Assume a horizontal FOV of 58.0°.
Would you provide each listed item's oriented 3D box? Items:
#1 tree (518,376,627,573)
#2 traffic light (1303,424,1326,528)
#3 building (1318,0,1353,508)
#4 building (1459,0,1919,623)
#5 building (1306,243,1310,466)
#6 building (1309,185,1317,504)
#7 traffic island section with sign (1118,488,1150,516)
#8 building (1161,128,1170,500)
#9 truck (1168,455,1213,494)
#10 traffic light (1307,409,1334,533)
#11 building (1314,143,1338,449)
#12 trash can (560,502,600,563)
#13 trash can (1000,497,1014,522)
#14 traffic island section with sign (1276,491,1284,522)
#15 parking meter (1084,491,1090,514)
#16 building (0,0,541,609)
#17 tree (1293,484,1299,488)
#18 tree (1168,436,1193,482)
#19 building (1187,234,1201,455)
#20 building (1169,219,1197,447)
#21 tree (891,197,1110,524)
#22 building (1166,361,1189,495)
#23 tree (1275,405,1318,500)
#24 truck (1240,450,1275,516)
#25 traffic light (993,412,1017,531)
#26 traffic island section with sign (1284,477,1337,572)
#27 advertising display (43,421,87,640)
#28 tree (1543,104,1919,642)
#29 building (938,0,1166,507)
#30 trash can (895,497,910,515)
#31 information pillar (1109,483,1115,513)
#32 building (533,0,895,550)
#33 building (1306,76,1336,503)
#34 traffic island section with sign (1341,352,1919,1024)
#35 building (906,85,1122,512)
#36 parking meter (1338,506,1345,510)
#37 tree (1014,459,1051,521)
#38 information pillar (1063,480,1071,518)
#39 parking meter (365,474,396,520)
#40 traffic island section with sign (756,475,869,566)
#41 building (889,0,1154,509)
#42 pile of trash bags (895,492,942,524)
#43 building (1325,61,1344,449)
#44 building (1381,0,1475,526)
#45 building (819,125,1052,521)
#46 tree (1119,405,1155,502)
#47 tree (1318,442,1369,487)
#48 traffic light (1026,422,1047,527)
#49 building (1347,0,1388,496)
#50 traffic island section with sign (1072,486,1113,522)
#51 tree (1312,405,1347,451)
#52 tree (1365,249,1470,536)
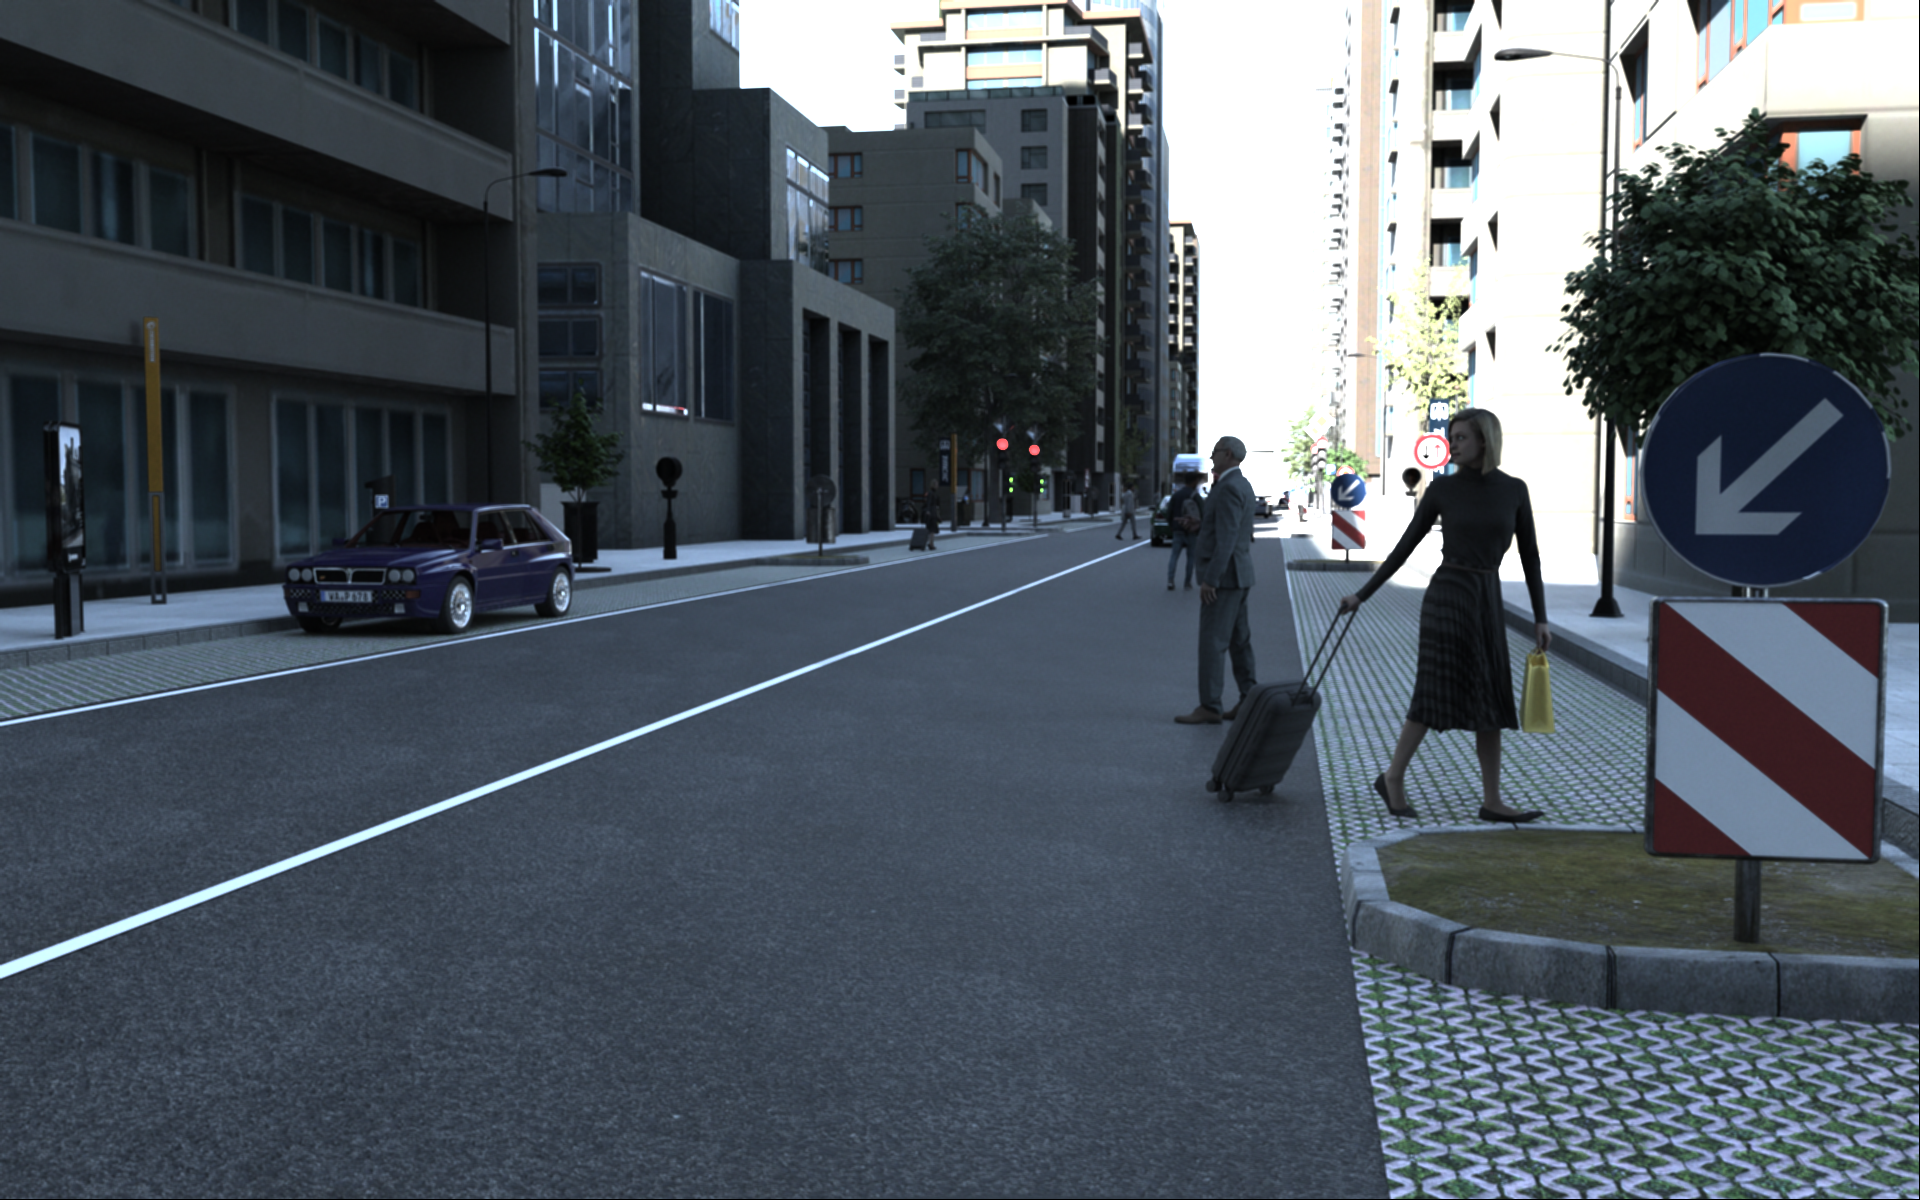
[{"bbox_3d":[-6.225,-2.075,28.521,1.663,3.219,1.824,0,3,0],"label":"tree"},{"bbox_3d":[13.389,-4.673,65.330,0.839,4.253,0.868,1,4,10],"label":"traffic light"},{"bbox_3d":[42.849,-43.831,154.893,20.563,71.187,20.611,1,4,10],"label":"building"},{"bbox_3d":[24.157,-11.223,28.538,27.650,21.520,28.899,1,4,10],"label":"building"},{"bbox_3d":[67.095,-38.142,278.238,22.147,44.769,28.867,1,4,10],"label":"building"},{"bbox_3d":[53.671,-33.435,230.251,14.154,41.232,14.086,1,4,10],"label":"building"},{"bbox_3d":[11.650,-6.545,115.638,1.989,1.847,2.006,1,4,10],"label":"traffic island section with sign"},{"bbox_3d":[17.466,-33.979,205.674,14.600,45.320,14.200,1,4,10],"label":"building"},{"bbox_3d":[16.682,-8.184,123.563,2.967,4.110,18.799,1,4,9],"label":"truck"},{"bbox_3d":[11.967,-4.193,57.472,0.839,4.253,0.868,1,4,10],"label":"traffic light"},{"bbox_3d":[49.517,-31.804,203.596,14.154,41.232,14.086,1,4,10],"label":"building"},{"bbox_3d":[-7.077,-1.264,32.319,0.748,1.137,0.748,0,3,0],"label":"trash can"},{"bbox_3d":[2.085,-4.116,78.947,0.748,1.137,0.748,0,3,0],"label":"trash can"},{"bbox_3d":[17.143,-4.840,87.756,1.989,1.847,2.006,1,4,10],"label":"traffic island section with sign"},{"bbox_3d":[8.270,-6.397,113.002,0.372,1.533,0.369,0,3,0],"label":"parking meter"},{"bbox_3d":[-19.898,-24.321,21.352,21.300,48.544,21.600,1,4,10],"label":"building"},{"bbox_3d":[56.397,-18.053,289.772,1.663,3.219,1.824,0,3,0],"label":"tree"},{"bbox_3d":[27.728,-16.359,217.839,4.360,8.622,3.978,0,3,0],"label":"tree"},{"bbox_3d":[32.887,-39.096,289.332,14.600,45.320,14.200,1,4,10],"label":"building"},{"bbox_3d":[25.203,-37.570,268.893,22.147,44.769,28.867,1,4,10],"label":"building"},{"bbox_3d":[1.608,-10.317,75.334,9.857,13.997,8.962,0,3,0],"label":"tree"},{"bbox_3d":[17.243,-24.263,241.742,27.650,21.520,28.899,1,4,10],"label":"building"},{"bbox_3d":[43.912,-18.480,220.280,7.486,12.596,7.792,0,3,0],"label":"tree"},{"bbox_3d":[19.590,-7.751,115.642,2.839,4.237,11.283,1,4,9],"label":"truck"},{"bbox_3d":[1.522,-4.307,59.339,0.839,4.253,0.868,1,4,10],"label":"traffic light"},{"bbox_3d":[7.184,-1.472,32.688,1.989,1.847,2.006,1,4,10],"label":"traffic island section with sign"},{"bbox_3d":[-8.074,-0.638,15.650,0.123,1.923,0.974,-1,4,-15],"label":"advertising display"},{"bbox_3d":[6.656,-1.892,14.642,4.285,4.588,4.351,0,3,0],"label":"tree"},{"bbox_3d":[10.269,-39.331,185.059,21.231,58.520,28.212,1,4,10],"label":"building"},{"bbox_3d":[-2.608,-4.101,78.706,0.748,1.137,0.748,0,3,0],"label":"trash can"},{"bbox_3d":[10.346,-6.923,117.685,0.304,2.012,0.304,2,4,29],"label":"information pillar"},{"bbox_3d":[-19.506,-45.086,49.820,31.000,86.520,22.319,1,4,10],"label":"building"},{"bbox_3d":[61.025,-43.294,249.849,21.231,58.520,28.212,1,4,10],"label":"building"},{"bbox_3d":[2.288,0.182,5.654,1.989,1.847,2.006,1,4,10],"label":"traffic island section with sign"},{"bbox_3d":[4.170,-21.708,126.627,14.160,30.474,14.107,1,4,10],"label":"building"},{"bbox_3d":[22.586,-5.929,102.643,0.399,1.863,0.255,3,5,45],"label":"parking meter"},{"bbox_3d":[3.213,-5.340,81.918,1.663,3.219,1.824,0,3,0],"label":"tree"},{"bbox_3d":[5.670,-5.356,92.055,0.304,2.012,0.304,-2,4,-32],"label":"information pillar"},{"bbox_3d":[-7.376,-0.835,22.066,0.372,1.533,0.369,0,3,0],"label":"parking meter"},{"bbox_3d":[-2.920,-1.624,35.175,1.989,1.847,2.006,1,4,10],"label":"traffic island section with sign"},{"bbox_3d":[5.839,-30.736,157.163,22.147,44.769,28.867,1,4,10],"label":"building"},{"bbox_3d":[-1.664,-4.031,75.658,1.912,1.369,3.447,1,4,11],"label":"pile of trash bags"},{"bbox_3d":[49.790,-34.288,180.216,23.786,49.044,30.456,1,4,10],"label":"building"},{"bbox_3d":[29.718,-27.632,75.483,21.600,48.544,21.300,1,4,10],"label":"building"},{"bbox_3d":[-10.359,-15.495,98.381,27.650,21.520,28.899,1,4,10],"label":"building"},{"bbox_3d":[13.239,-11.531,138.898,4.737,8.622,4.395,0,3,0],"label":"tree"},{"bbox_3d":[23.531,-7.556,107.257,4.285,4.588,4.351,0,3,0],"label":"tree"},{"bbox_3d":[2.944,-4.788,67.197,0.839,4.253,0.868,1,4,10],"label":"traffic light"},{"bbox_3d":[36.367,-29.278,128.805,14.600,45.320,14.200,1,4,10],"label":"building"},{"bbox_3d":[6.841,-4.923,89.114,1.989,1.847,2.006,1,4,10],"label":"traffic island section with sign"},{"bbox_3d":[31.260,-11.883,144.655,4.360,8.622,3.978,0,3,0],"label":"tree"},{"bbox_3d":[14.613,-6.272,52.905,4.737,8.622,4.395,0,3,0],"label":"tree"}]
